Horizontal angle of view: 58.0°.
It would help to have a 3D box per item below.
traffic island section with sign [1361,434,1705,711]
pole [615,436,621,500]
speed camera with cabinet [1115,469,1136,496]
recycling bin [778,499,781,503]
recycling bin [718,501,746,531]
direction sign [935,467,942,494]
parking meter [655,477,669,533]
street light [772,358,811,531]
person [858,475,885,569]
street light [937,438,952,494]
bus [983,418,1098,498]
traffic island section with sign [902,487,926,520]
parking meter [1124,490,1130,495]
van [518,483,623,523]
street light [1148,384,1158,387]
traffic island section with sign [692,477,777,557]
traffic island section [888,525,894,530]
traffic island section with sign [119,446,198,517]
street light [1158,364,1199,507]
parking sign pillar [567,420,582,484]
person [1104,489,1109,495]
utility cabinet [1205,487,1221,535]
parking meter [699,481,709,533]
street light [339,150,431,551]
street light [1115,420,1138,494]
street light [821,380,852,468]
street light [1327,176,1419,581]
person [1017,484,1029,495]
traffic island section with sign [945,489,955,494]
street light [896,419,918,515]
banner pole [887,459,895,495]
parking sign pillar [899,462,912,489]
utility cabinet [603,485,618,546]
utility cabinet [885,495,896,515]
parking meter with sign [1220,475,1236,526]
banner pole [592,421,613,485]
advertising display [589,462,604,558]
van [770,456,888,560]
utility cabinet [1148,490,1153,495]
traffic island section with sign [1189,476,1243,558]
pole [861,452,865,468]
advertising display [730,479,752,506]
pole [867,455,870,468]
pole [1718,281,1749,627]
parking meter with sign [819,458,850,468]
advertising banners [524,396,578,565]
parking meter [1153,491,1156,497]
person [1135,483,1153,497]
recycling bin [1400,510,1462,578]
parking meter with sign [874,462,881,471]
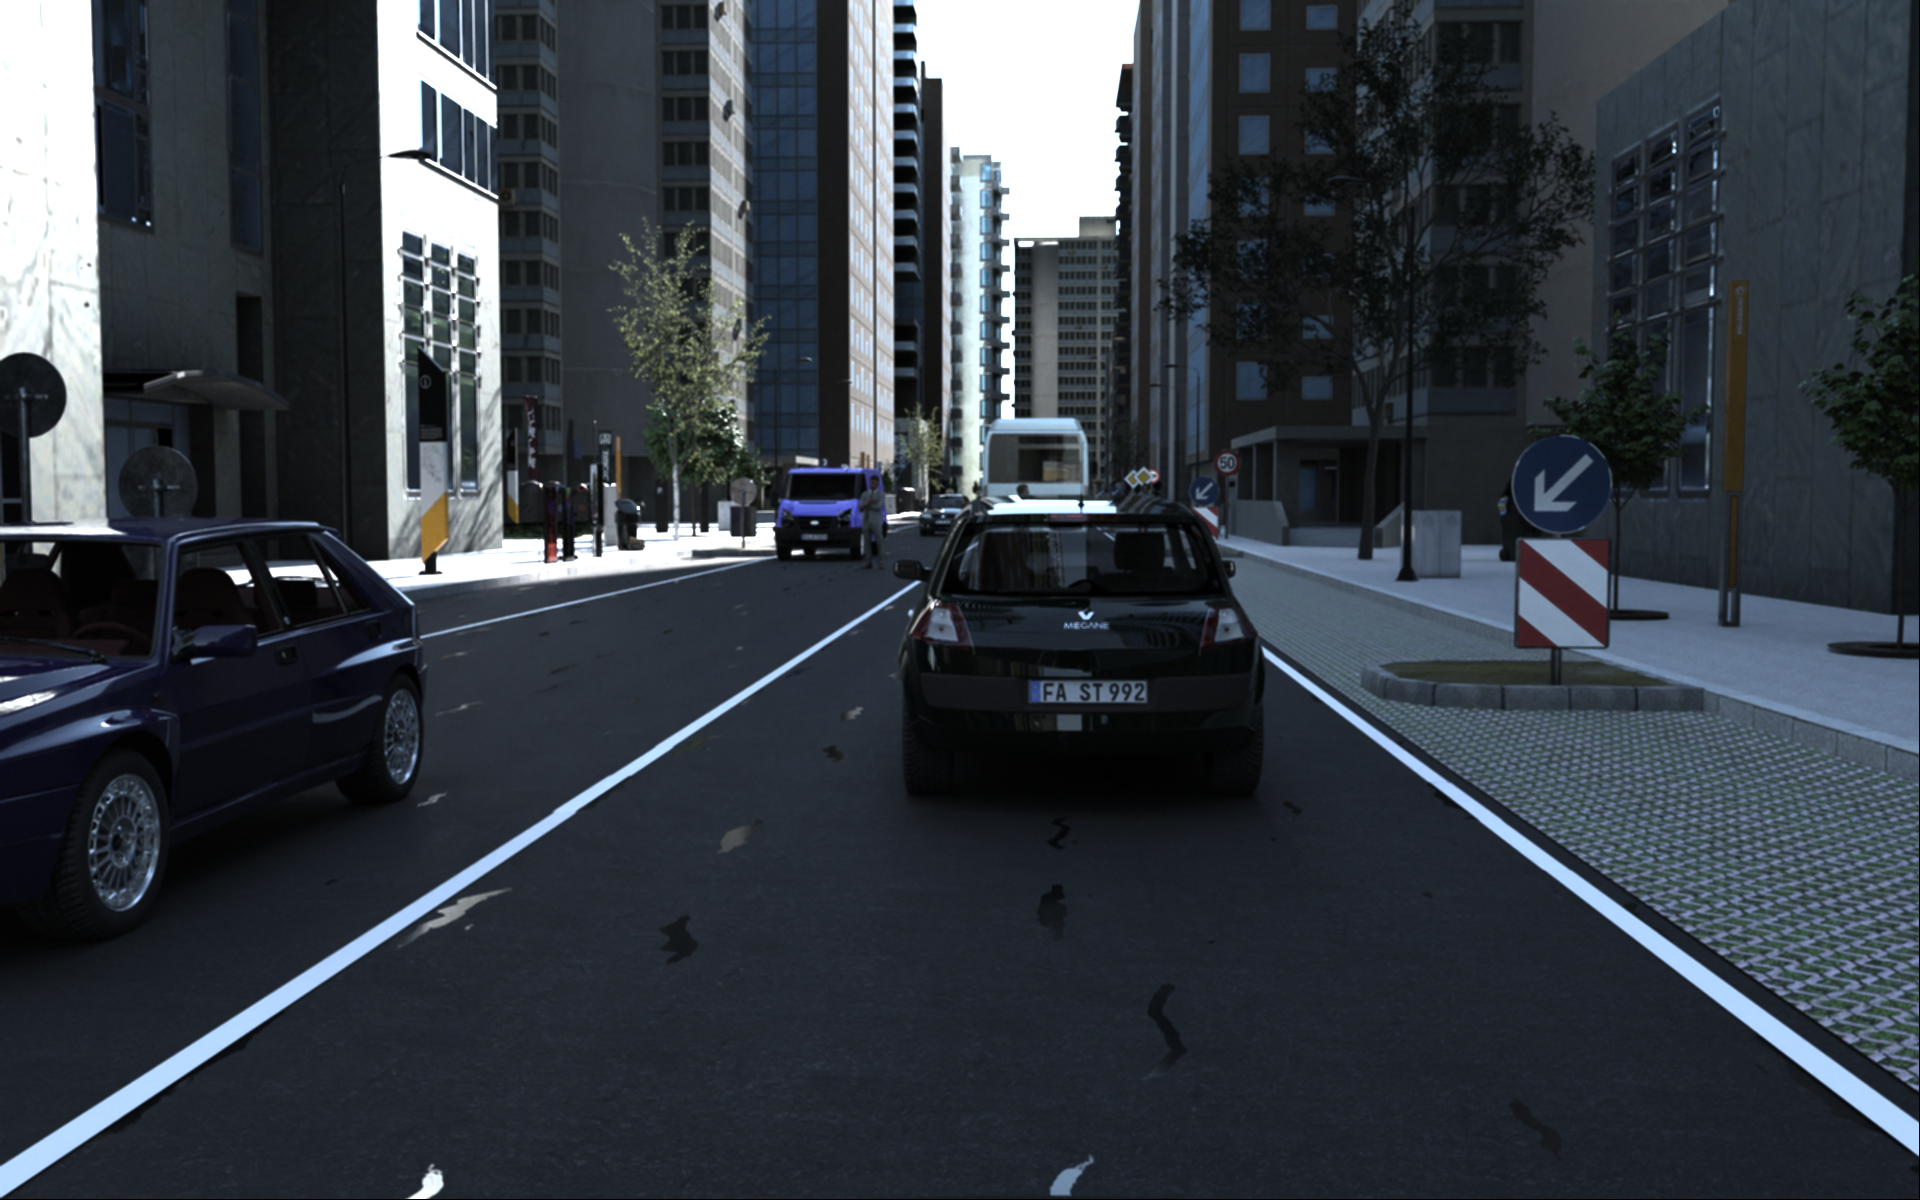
[{"bbox_3d":[3.951,-0.227,12.345,1.989,1.847,2.006,0,4,3],"label":"traffic island section with sign"},{"bbox_3d":[-12.057,-4.115,61.120,0.158,3.312,0.155,0,3,0],"label":"pole"},{"bbox_3d":[12.943,-8.628,135.404,0.660,3.252,2.038,3,5,40],"label":"speed camera with cabinet"},{"bbox_3d":[-9.938,-5.266,98.658,0.722,1.027,0.722,3,4,38],"label":"recycling bin"},{"bbox_3d":[-7.980,-2.938,60.588,0.722,1.027,0.722,2,4,31],"label":"recycling bin"},{"bbox_3d":[-1.819,-9.398,145.654,0.379,3.537,0.876,-3,5,-40],"label":"direction sign"},{"bbox_3d":[-9.869,-3.154,57.285,0.399,1.863,0.255,1,4,21],"label":"parking meter"},{"bbox_3d":[-5.778,-5.312,59.388,1.470,5.913,1.316,0,4,3],"label":"street light"},{"bbox_3d":[-1.693,-1.503,33.259,0.511,1.800,0.466,0,4,7],"label":"person"},{"bbox_3d":[-1.331,-10.391,142.437,1.470,5.913,1.316,0,4,3],"label":"street light"},{"bbox_3d":[2.370,-3.287,48.607,2.948,3.499,13.247,0,4,5],"label":"bus"},{"bbox_3d":[-2.137,-5.321,95.628,1.989,1.847,2.006,0,4,3],"label":"traffic island section with sign"},{"bbox_3d":[11.421,-6.739,118.588,0.372,1.533,0.369,0,3,0],"label":"parking meter"},{"bbox_3d":[-15.008,-3.639,66.505,4.112,2.044,2.013,0,4,3],"label":"van"},{"bbox_3d":[8.631,-6.151,73.111,1.470,5.913,1.316,0,4,3],"label":"street light"},{"bbox_3d":[-5.085,-1.945,40.432,1.989,1.847,2.006,0,4,3],"label":"traffic island section with sign"},{"bbox_3d":[-3.784,-2.967,70.792,2.009,0.180,2.903,0,4,3],"label":"traffic island section"},{"bbox_3d":[-6.527,-0.299,13.515,1.989,1.847,2.006,0,4,3],"label":"traffic island section with sign"},{"bbox_3d":[7.974,-5.474,62.037,1.470,5.913,1.316,0,4,3],"label":"street light"},{"bbox_3d":[-14.112,-4.579,63.343,1.447,3.967,1.447,-1,4,-17],"label":"parking sign pillar"},{"bbox_3d":[9.562,-6.258,111.168,0.716,1.782,0.532,1,4,16],"label":"person"},{"bbox_3d":[7.839,-2.760,53.810,0.318,1.500,1.173,1,4,18],"label":"utility cabinet"},{"bbox_3d":[-8.473,-3.160,57.380,0.255,1.863,0.399,-1,4,-19],"label":"parking meter"},{"bbox_3d":[-7.828,-3.119,23.543,1.470,5.913,1.316,0,4,3],"label":"street light"},{"bbox_3d":[10.576,-8.330,108.744,1.470,5.913,1.316,0,4,3],"label":"street light"},{"bbox_3d":[-5.093,-6.010,70.798,1.470,5.913,1.316,0,4,3],"label":"street light"},{"bbox_3d":[6.071,-3.237,25.473,1.470,5.913,1.316,0,4,3],"label":"street light"},{"bbox_3d":[1.069,-1.189,29.751,0.330,1.601,0.589,2,4,27],"label":"person"},{"bbox_3d":[-0.655,-6.998,123.053,1.989,1.847,2.006,0,4,3],"label":"traffic island section with sign"},{"bbox_3d":[-3.270,-8.212,106.804,1.470,5.913,1.316,0,4,3],"label":"street light"},{"bbox_3d":[-4.958,-8.167,123.541,0.863,3.779,0.401,-3,5,-40],"label":"banner pole"},{"bbox_3d":[-4.558,-9.518,144.083,1.447,3.967,1.447,2,4,34],"label":"parking sign pillar"},{"bbox_3d":[-8.697,-2.101,43.032,0.318,1.500,1.173,-1,4,-15],"label":"utility cabinet"},{"bbox_3d":[-4.375,-5.680,104.035,1.020,1.237,0.306,0,4,-8],"label":"utility cabinet"},{"bbox_3d":[11.174,-4.506,69.932,1.738,3.016,0.543,3,5,44],"label":"parking meter with sign"},{"bbox_3d":[-12.344,-4.255,59.587,0.863,3.779,0.401,0,4,3],"label":"banner pole"},{"bbox_3d":[-7.417,-1.843,35.354,0.123,1.923,0.974,-1,4,-21],"label":"advertising display"},{"bbox_3d":[-2.886,-2.133,39.266,2.240,2.365,5.245,0,4,4],"label":"van"},{"bbox_3d":[9.734,-4.912,88.983,0.318,1.500,1.173,1,4,11],"label":"utility cabinet"},{"bbox_3d":[5.427,-1.903,39.736,1.989,1.847,2.006,0,4,3],"label":"traffic island section with sign"},{"bbox_3d":[-4.720,-5.515,84.014,0.158,3.312,0.155,0,3,0],"label":"pole"},{"bbox_3d":[-7.829,-3.468,61.910,0.974,1.923,0.123,2,4,35],"label":"advertising display"},{"bbox_3d":[-4.761,-5.872,89.852,0.158,3.312,0.155,0,3,0],"label":"pole"},{"bbox_3d":[7.463,-1.399,16.711,0.158,3.312,0.155,0,3,0],"label":"pole"},{"bbox_3d":[-6.053,-5.365,83.973,1.738,3.016,0.543,3,5,42],"label":"parking meter with sign"},{"bbox_3d":[-7.538,-2.184,31.889,0.090,3.025,2.074,1,4,12],"label":"advertising banners"},{"bbox_3d":[10.923,-5.495,98.256,0.372,1.533,0.369,0,3,0],"label":"parking meter"},{"bbox_3d":[5.797,-2.836,55.219,0.716,1.782,0.532,0,4,7],"label":"person"},{"bbox_3d":[7.267,-0.868,26.747,0.722,1.027,0.722,0,4,-7],"label":"recycling bin"},{"bbox_3d":[-5.107,-5.975,93.948,1.738,3.016,0.543,3,4,36],"label":"parking meter with sign"}]
